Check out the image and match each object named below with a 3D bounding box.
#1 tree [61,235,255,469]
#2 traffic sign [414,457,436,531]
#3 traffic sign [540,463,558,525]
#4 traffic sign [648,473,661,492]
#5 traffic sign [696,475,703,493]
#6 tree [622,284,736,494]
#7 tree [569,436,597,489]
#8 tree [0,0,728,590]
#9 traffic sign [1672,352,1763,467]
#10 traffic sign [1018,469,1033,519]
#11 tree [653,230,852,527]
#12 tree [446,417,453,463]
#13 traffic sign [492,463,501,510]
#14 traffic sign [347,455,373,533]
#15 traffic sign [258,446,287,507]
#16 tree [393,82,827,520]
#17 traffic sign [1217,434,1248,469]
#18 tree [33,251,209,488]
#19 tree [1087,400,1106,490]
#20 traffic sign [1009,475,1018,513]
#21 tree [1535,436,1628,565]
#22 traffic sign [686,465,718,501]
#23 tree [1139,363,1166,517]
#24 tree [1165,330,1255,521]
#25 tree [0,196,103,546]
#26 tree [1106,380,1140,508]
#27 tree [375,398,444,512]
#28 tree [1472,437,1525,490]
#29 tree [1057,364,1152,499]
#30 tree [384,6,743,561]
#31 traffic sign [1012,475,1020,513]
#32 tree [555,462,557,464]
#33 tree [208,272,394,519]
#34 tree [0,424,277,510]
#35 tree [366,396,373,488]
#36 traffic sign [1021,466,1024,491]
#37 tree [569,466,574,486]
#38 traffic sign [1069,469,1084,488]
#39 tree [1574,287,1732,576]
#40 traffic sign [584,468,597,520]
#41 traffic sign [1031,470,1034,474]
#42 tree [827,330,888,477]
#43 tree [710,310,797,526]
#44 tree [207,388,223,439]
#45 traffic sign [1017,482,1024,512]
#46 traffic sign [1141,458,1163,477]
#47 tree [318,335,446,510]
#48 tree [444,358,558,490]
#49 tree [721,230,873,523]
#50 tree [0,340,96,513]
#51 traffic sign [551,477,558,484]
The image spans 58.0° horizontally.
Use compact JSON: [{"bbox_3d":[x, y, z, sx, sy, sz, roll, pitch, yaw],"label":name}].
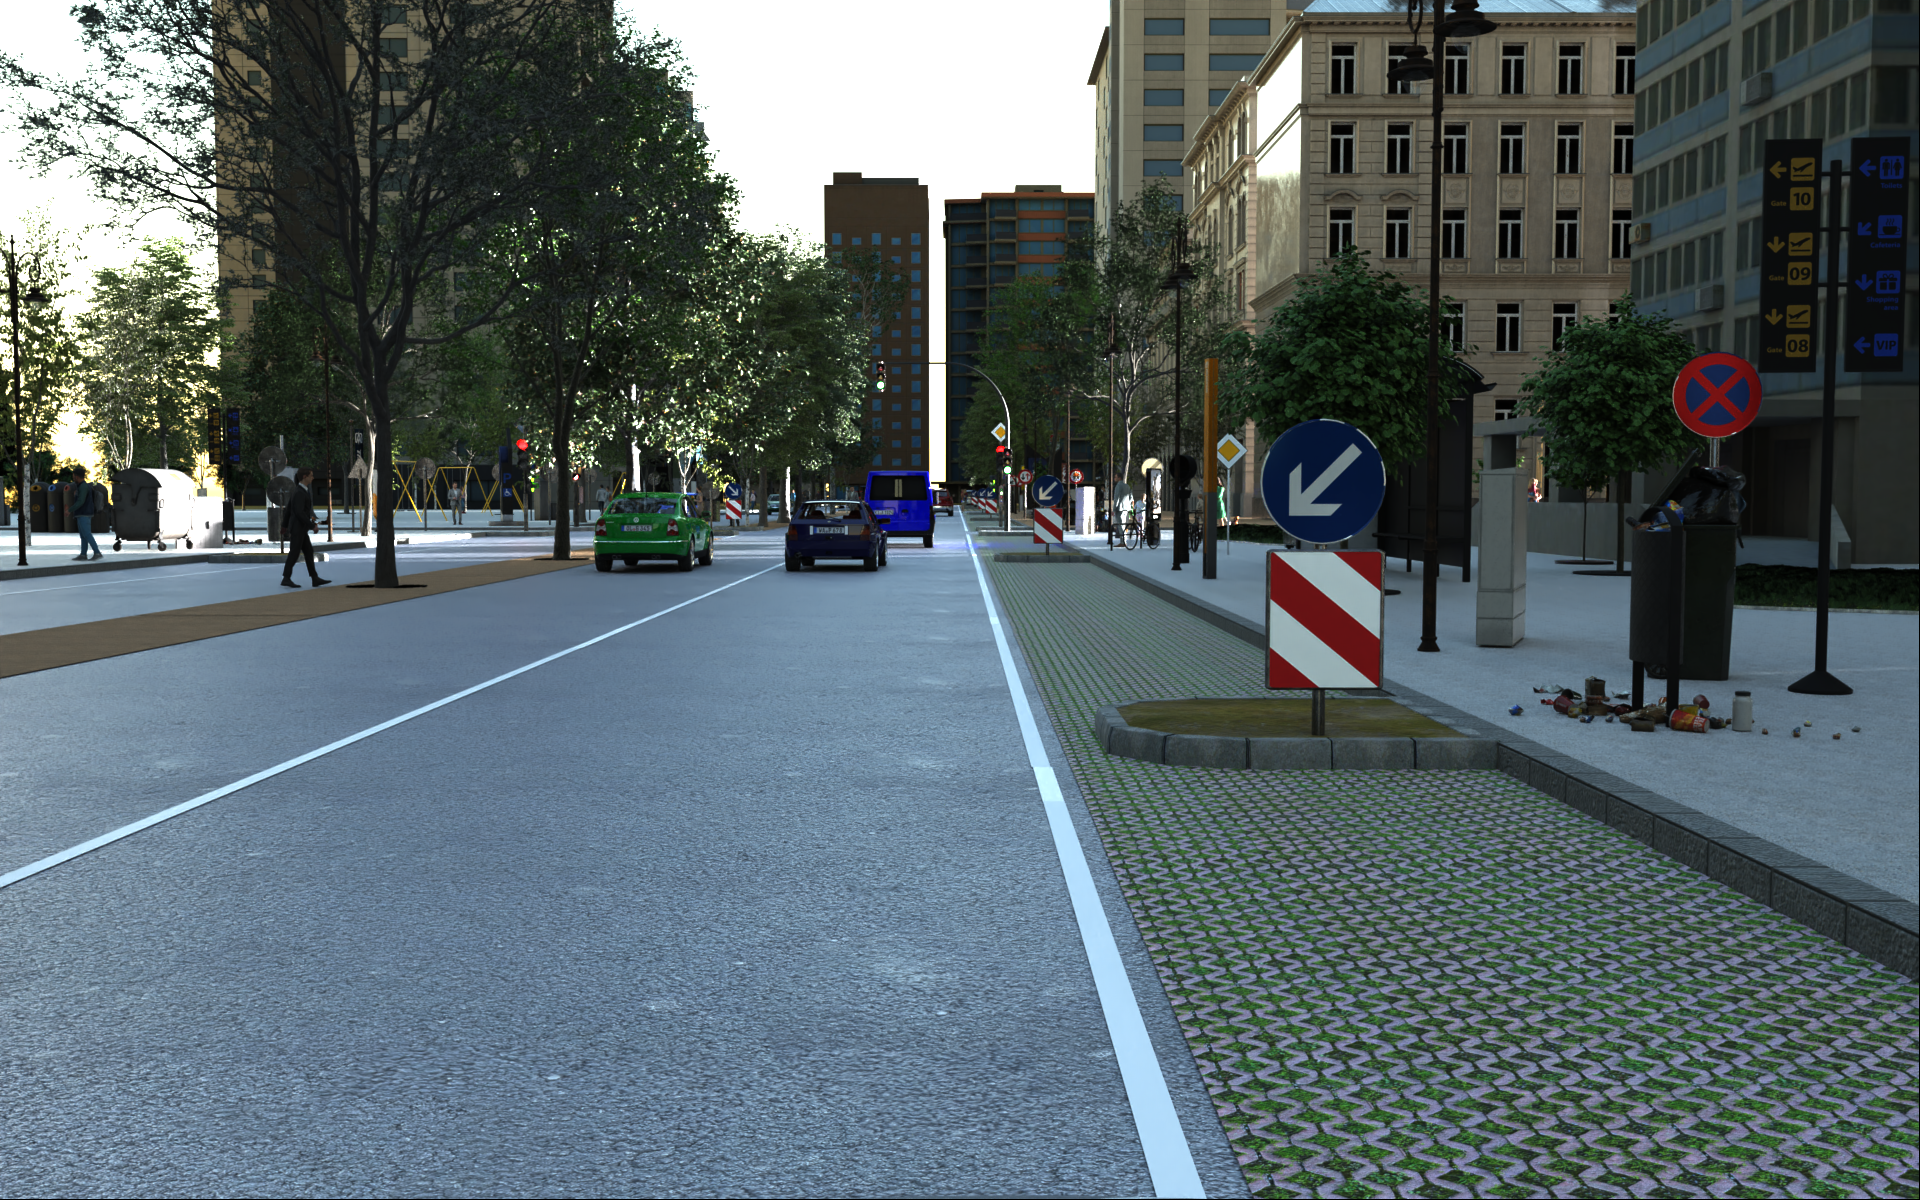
[{"bbox_3d":[-34.927,-9.641,75.750,7.486,12.596,7.792,0,3,0],"label":"tree"},{"bbox_3d":[-18.568,-3.671,60.120,0.768,2.556,0.104,0,4,6],"label":"traffic sign"},{"bbox_3d":[-16.880,-4.349,71.209,0.768,2.556,0.104,0,4,3],"label":"traffic sign"},{"bbox_3d":[-17.995,-6.226,101.896,0.768,2.556,0.104,0,4,6],"label":"traffic sign"},{"bbox_3d":[-17.634,-7.123,116.465,0.884,2.594,0.081,0,4,6],"label":"traffic sign"},{"bbox_3d":[-8.642,-6.197,54.143,4.737,8.622,4.395,0,3,0],"label":"tree"},{"bbox_3d":[-25.515,-10.176,116.745,4.360,8.622,3.978,0,3,0],"label":"tree"},{"bbox_3d":[-8.707,-6.912,25.834,12.009,13.543,11.850,0,3,0],"label":"tree"},{"bbox_3d":[6.793,-0.949,15.615,0.768,2.556,0.104,1,4,9],"label":"traffic sign"},{"bbox_3d":[3.332,-5.396,88.337,0.768,2.556,0.104,0,4,6],"label":"traffic sign"},{"bbox_3d":[-8.568,-9.413,74.491,7.486,12.596,7.792,0,3,0],"label":"tree"},{"bbox_3d":[-41.670,-11.387,136.545,4.360,8.622,3.978,0,3,0],"label":"tree"},{"bbox_3d":[-18.825,-4.340,71.067,0.768,2.556,0.104,0,4,1],"label":"traffic sign"},{"bbox_3d":[-19.973,-3.527,57.677,0.884,2.594,0.081,0,4,5],"label":"traffic sign"},{"bbox_3d":[-18.287,-2.812,46.085,0.768,2.556,0.104,0,4,1],"label":"traffic sign"},{"bbox_3d":[-8.883,-7.785,46.757,9.611,12.733,9.660,0,3,0],"label":"tree"},{"bbox_3d":[5.683,-2.251,36.538,0.795,2.593,0.064,1,4,9],"label":"traffic sign"},{"bbox_3d":[-25.211,-6.196,51.675,4.360,8.622,3.978,0,3,0],"label":"tree"},{"bbox_3d":[11.237,-9.823,110.971,4.360,8.622,3.978,0,3,0],"label":"tree"},{"bbox_3d":[3.435,-7.050,115.273,0.884,2.594,0.081,0,4,8],"label":"traffic sign"},{"bbox_3d":[11.510,-2.286,31.970,1.663,3.219,1.824,0,3,0],"label":"tree"},{"bbox_3d":[-18.103,-7.812,121.594,2.265,3.308,0.079,0,4,8],"label":"traffic sign"},{"bbox_3d":[11.432,-8.107,82.916,4.360,8.622,3.978,0,3,0],"label":"tree"},{"bbox_3d":[11.740,-7.747,77.027,4.360,8.622,3.978,0,3,0],"label":"tree"},{"bbox_3d":[-23.337,-5.666,42.997,4.737,8.622,4.395,0,3,0],"label":"tree"},{"bbox_3d":[10.497,-9.012,97.708,4.360,8.622,3.978,0,3,0],"label":"tree"},{"bbox_3d":[-37.807,-10.427,120.836,4.737,8.622,4.395,0,3,0],"label":"tree"},{"bbox_3d":[15.525,-3.413,50.401,1.663,3.219,1.824,0,3,0],"label":"tree"},{"bbox_3d":[7.974,-8.705,92.694,4.737,8.622,4.395,0,3,0],"label":"tree"},{"bbox_3d":[-8.487,-6.650,36.940,9.928,11.665,9.643,0,3,0],"label":"tree"},{"bbox_3d":[3.628,-7.070,115.702,0.768,2.556,0.104,0,4,7],"label":"traffic sign"},{"bbox_3d":[-30.636,-12.394,137.047,8.767,10.594,7.601,0,4,3],"label":"tree"},{"bbox_3d":[-34.022,-10.573,89.878,9.611,12.733,9.660,0,3,0],"label":"tree"},{"bbox_3d":[-62.275,-10.280,130.983,11.467,7.101,20.602,2,4,30],"label":"tree"},{"bbox_3d":[-43.627,-10.980,129.879,4.737,8.622,4.395,0,3,0],"label":"tree"},{"bbox_3d":[5.473,-7.911,123.212,2.265,3.308,0.079,0,4,6],"label":"traffic sign"},{"bbox_3d":[-23.623,-9.032,98.035,4.737,8.622,4.395,0,3,0],"label":"tree"},{"bbox_3d":[5.872,-5.355,87.668,0.768,2.556,0.104,0,4,6],"label":"traffic sign"},{"bbox_3d":[10.534,-2.689,27.678,4.285,4.588,4.351,0,3,0],"label":"tree"},{"bbox_3d":[-18.221,-5.203,85.177,0.768,2.556,0.104,0,4,4],"label":"traffic sign"},{"bbox_3d":[3.938,-5.558,90.986,0.768,2.556,0.104,1,4,10],"label":"traffic sign"},{"bbox_3d":[-8.865,-10.733,94.956,9.611,12.733,9.660,0,3,0],"label":"tree"},{"bbox_3d":[-8.442,-7.081,68.600,4.360,8.622,3.978,0,3,0],"label":"tree"},{"bbox_3d":[-44.457,-9.206,100.880,4.360,8.622,3.978,0,3,0],"label":"tree"},{"bbox_3d":[4.169,-7.460,122.082,0.768,2.556,0.104,0,4,0],"label":"traffic sign"},{"bbox_3d":[6.725,-3.705,60.676,0.768,2.556,0.104,0,4,6],"label":"traffic sign"},{"bbox_3d":[-25.667,-7.681,75.950,4.360,8.622,3.978,0,3,0],"label":"tree"},{"bbox_3d":[-24.279,-8.640,91.631,4.737,8.622,4.395,0,3,0],"label":"tree"},{"bbox_3d":[-8.618,-10.714,84.292,9.857,13.997,8.962,0,3,0],"label":"tree"},{"bbox_3d":[-67.749,-13.014,114.598,18.604,14.587,13.155,0,4,3],"label":"tree"},{"bbox_3d":[-20.251,-5.361,87.649,0.884,2.594,0.081,0,4,3],"label":"traffic sign"}]
